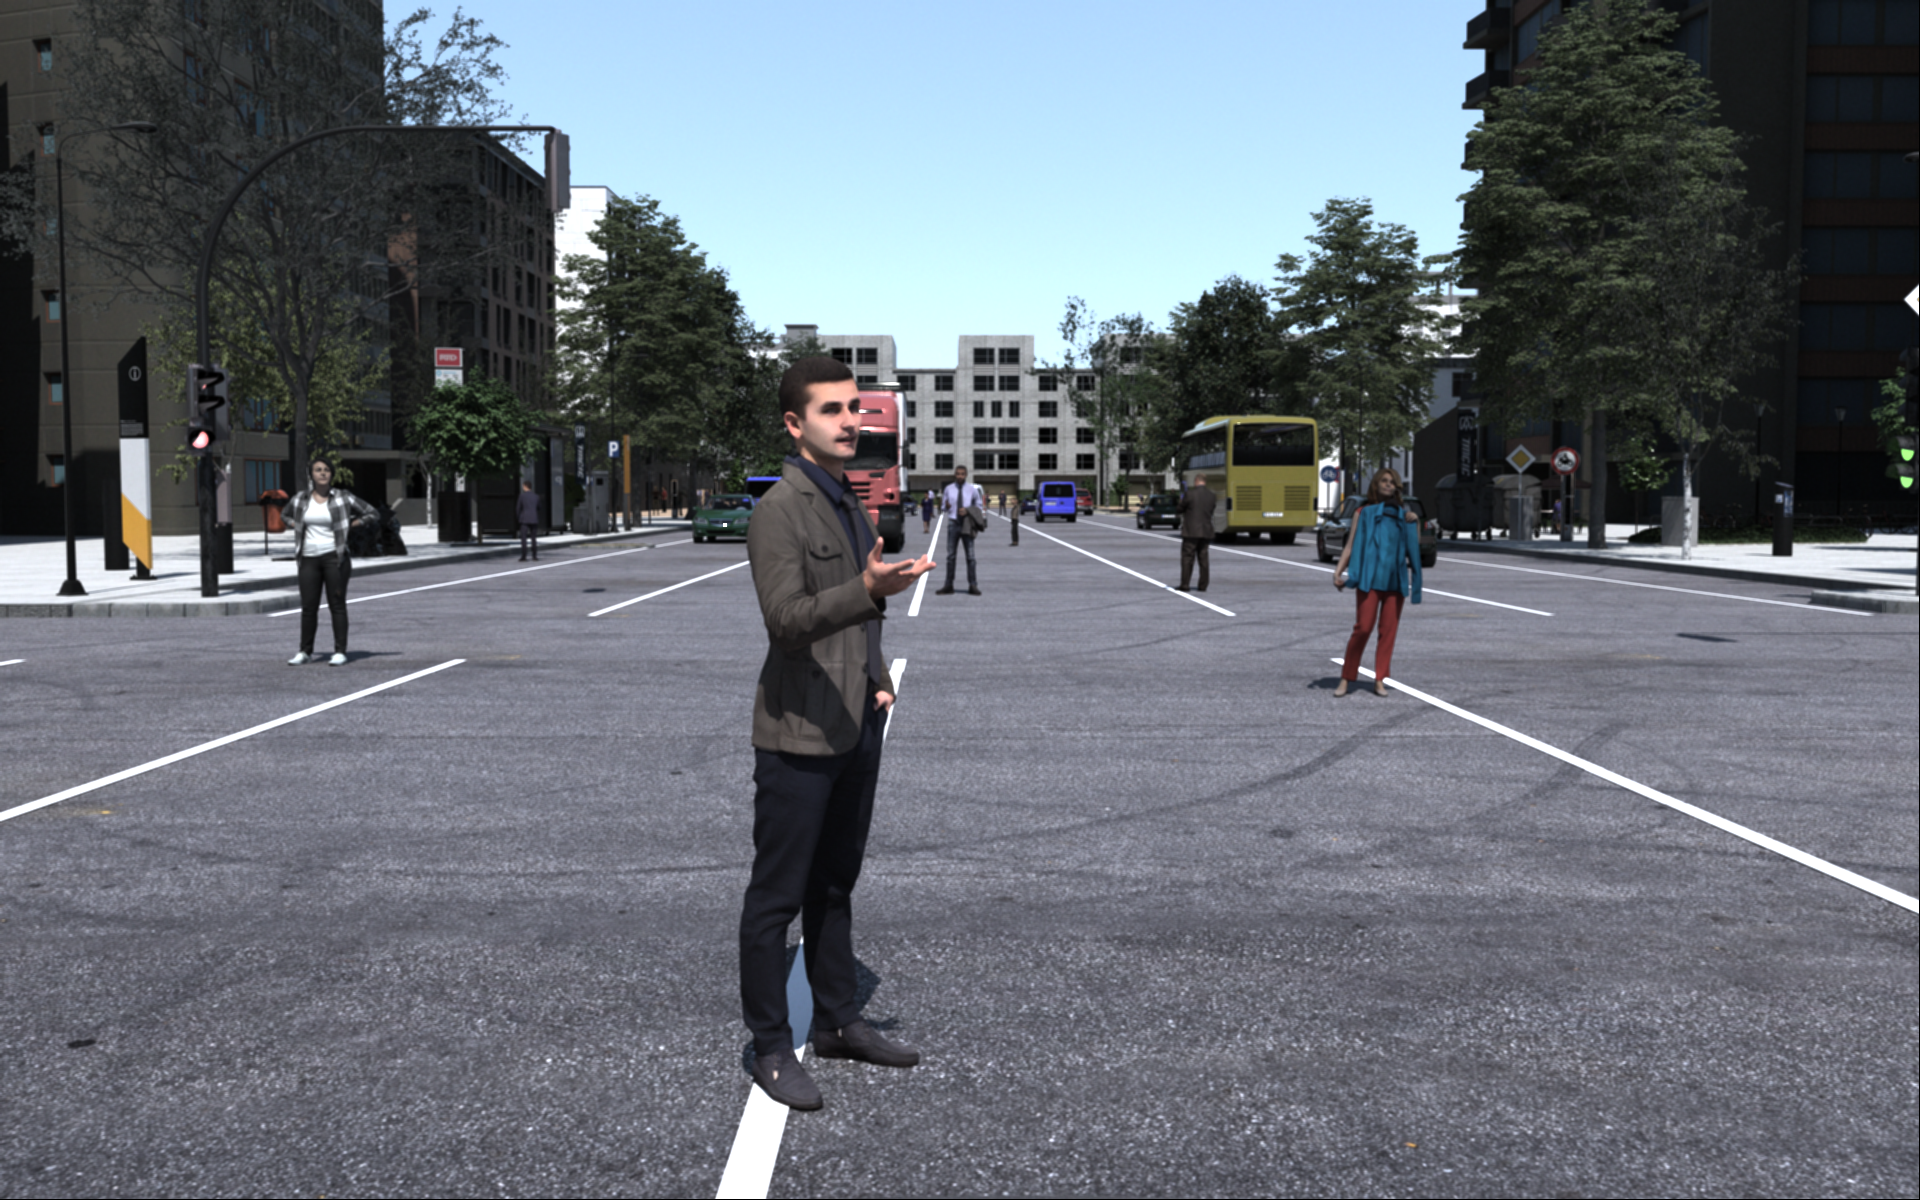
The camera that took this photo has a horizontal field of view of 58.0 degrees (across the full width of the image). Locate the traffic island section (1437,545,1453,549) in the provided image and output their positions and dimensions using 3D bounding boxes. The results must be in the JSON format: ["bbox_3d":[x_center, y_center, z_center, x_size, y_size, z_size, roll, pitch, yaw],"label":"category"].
[{"bbox_3d":[11.933,-1.440,46.411,1.991,0.108,1.994,0,4,0],"label":"traffic island section"}]

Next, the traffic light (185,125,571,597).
[{"bbox_3d":[-7.242,-2.866,21.520,4.771,5.953,1.251,0,4,0],"label":"traffic light"}]

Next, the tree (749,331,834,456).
[{"bbox_3d":[-12.874,-14.081,136.882,9.857,13.997,8.962,0,3,0],"label":"tree"}]

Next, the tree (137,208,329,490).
[{"bbox_3d":[-18.357,-5.677,43.176,4.737,8.622,4.395,0,3,0],"label":"tree"}]

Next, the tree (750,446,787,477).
[{"bbox_3d":[-12.865,-8.189,117.597,4.285,4.588,4.351,0,3,0],"label":"tree"}]

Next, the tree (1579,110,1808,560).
[{"bbox_3d":[14.038,-5.067,33.214,4.360,8.622,3.978,0,3,0],"label":"tree"}]

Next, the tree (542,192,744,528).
[{"bbox_3d":[-11.937,-9.032,65.797,7.486,12.596,7.792,0,3,0],"label":"tree"}]

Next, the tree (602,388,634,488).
[{"bbox_3d":[-18.512,-8.797,94.196,4.360,8.622,3.978,0,3,0],"label":"tree"}]

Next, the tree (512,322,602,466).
[{"bbox_3d":[-17.832,-7.517,73.264,4.360,8.622,3.978,0,3,0],"label":"tree"}]

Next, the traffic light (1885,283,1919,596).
[{"bbox_3d":[12.067,-2.001,21.633,0.839,4.253,0.868,0,4,0],"label":"traffic light"}]

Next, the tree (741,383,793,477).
[{"bbox_3d":[-11.863,-9.224,101.175,4.360,8.622,3.978,0,3,0],"label":"tree"}]

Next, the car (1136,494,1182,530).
[{"bbox_3d":[8.224,-3.713,70.498,2.009,1.686,4.222,0,4,0],"label":"car"}]

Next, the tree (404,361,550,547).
[{"bbox_3d":[-11.977,-3.621,42.909,4.285,4.588,4.351,0,3,0],"label":"tree"}]

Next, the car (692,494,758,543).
[{"bbox_3d":[-6.904,-2.471,52.195,2.131,1.459,4.920,0,4,0],"label":"car"}]

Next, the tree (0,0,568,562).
[{"bbox_3d":[-12.734,-7.510,33.152,12.009,13.543,11.850,0,3,0],"label":"tree"}]

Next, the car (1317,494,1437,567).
[{"bbox_3d":[8.439,-1.559,35.277,2.009,1.686,4.222,0,4,0],"label":"car"}]

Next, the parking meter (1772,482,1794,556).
[{"bbox_3d":[16.995,-1.672,35.753,0.372,1.533,0.369,0,3,0],"label":"parking meter"}]

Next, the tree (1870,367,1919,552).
[{"bbox_3d":[21.978,-3.346,38.419,4.285,4.588,4.351,0,3,0],"label":"tree"}]

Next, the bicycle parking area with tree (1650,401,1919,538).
[{"bbox_3d":[26.908,-4.171,55.201,8.231,4.147,9.016,-2,4,-24],"label":"bicycle parking area with tree"}]

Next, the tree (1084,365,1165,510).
[{"bbox_3d":[13.430,-12.979,137.969,9.928,11.665,9.643,0,3,0],"label":"tree"}]

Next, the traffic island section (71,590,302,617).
[{"bbox_3d":[-9.373,0.041,21.605,2.009,0.180,2.903,0,4,0],"label":"traffic island section"}]

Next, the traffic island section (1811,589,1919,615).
[{"bbox_3d":[12.107,0.033,21.747,2.009,0.180,2.903,0,4,0],"label":"traffic island section"}]

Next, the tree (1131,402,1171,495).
[{"bbox_3d":[14.694,-11.034,130.772,4.737,8.622,4.395,0,3,0],"label":"tree"}]

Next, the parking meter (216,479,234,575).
[{"bbox_3d":[-11.854,-1.182,27.740,0.372,1.533,0.369,0,3,0],"label":"parking meter"}]

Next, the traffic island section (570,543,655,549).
[{"bbox_3d":[-9.217,-1.431,46.257,1.991,0.108,1.994,0,4,0],"label":"traffic island section"}]

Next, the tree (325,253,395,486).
[{"bbox_3d":[-18.539,-6.018,48.755,4.737,8.622,4.395,0,3,0],"label":"tree"}]

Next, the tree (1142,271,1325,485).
[{"bbox_3d":[14.234,-10.541,89.359,9.611,12.733,9.660,0,3,0],"label":"tree"}]

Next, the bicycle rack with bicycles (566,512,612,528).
[{"bbox_3d":[-13.862,-3.064,63.473,2.925,0.926,2.852,2,4,29],"label":"bicycle rack with bicycles"}]

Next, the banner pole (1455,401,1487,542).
[{"bbox_3d":[13.752,-3.457,46.539,0.863,3.779,0.401,2,4,27],"label":"banner pole"}]

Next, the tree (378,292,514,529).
[{"bbox_3d":[-19.543,-6.948,63.965,4.360,8.622,3.978,0,3,0],"label":"tree"}]

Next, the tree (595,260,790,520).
[{"bbox_3d":[-12.985,-10.220,84.110,9.611,12.733,9.660,0,3,0],"label":"tree"}]

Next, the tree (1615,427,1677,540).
[{"bbox_3d":[19.055,-3.314,48.792,1.663,3.219,1.824,0,3,0],"label":"tree"}]

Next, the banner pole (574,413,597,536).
[{"bbox_3d":[-11.518,-3.858,53.098,0.401,3.779,0.863,2,4,32],"label":"banner pole"}]

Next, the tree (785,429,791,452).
[{"bbox_3d":[-13.645,-14.514,163.064,9.928,11.665,9.643,0,3,0],"label":"tree"}]

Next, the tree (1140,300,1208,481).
[{"bbox_3d":[13.977,-11.225,101.661,7.486,12.596,7.792,0,3,0],"label":"tree"}]

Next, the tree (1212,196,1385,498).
[{"bbox_3d":[15.133,-9.079,66.564,7.486,12.596,7.792,0,3,0],"label":"tree"}]

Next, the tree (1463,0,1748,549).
[{"bbox_3d":[14.460,-7.452,39.965,7.486,12.596,7.792,0,3,0],"label":"tree"}]

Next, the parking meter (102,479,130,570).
[{"bbox_3d":[-14.242,-1.273,29.224,0.372,1.533,0.369,0,3,0],"label":"parking meter"}]

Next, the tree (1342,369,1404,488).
[{"bbox_3d":[22.475,-8.782,93.948,4.737,8.622,4.395,0,3,0],"label":"tree"}]

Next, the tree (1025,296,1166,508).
[{"bbox_3d":[13.010,-18.961,165.895,12.611,20.169,13.585,0,3,0],"label":"tree"}]
